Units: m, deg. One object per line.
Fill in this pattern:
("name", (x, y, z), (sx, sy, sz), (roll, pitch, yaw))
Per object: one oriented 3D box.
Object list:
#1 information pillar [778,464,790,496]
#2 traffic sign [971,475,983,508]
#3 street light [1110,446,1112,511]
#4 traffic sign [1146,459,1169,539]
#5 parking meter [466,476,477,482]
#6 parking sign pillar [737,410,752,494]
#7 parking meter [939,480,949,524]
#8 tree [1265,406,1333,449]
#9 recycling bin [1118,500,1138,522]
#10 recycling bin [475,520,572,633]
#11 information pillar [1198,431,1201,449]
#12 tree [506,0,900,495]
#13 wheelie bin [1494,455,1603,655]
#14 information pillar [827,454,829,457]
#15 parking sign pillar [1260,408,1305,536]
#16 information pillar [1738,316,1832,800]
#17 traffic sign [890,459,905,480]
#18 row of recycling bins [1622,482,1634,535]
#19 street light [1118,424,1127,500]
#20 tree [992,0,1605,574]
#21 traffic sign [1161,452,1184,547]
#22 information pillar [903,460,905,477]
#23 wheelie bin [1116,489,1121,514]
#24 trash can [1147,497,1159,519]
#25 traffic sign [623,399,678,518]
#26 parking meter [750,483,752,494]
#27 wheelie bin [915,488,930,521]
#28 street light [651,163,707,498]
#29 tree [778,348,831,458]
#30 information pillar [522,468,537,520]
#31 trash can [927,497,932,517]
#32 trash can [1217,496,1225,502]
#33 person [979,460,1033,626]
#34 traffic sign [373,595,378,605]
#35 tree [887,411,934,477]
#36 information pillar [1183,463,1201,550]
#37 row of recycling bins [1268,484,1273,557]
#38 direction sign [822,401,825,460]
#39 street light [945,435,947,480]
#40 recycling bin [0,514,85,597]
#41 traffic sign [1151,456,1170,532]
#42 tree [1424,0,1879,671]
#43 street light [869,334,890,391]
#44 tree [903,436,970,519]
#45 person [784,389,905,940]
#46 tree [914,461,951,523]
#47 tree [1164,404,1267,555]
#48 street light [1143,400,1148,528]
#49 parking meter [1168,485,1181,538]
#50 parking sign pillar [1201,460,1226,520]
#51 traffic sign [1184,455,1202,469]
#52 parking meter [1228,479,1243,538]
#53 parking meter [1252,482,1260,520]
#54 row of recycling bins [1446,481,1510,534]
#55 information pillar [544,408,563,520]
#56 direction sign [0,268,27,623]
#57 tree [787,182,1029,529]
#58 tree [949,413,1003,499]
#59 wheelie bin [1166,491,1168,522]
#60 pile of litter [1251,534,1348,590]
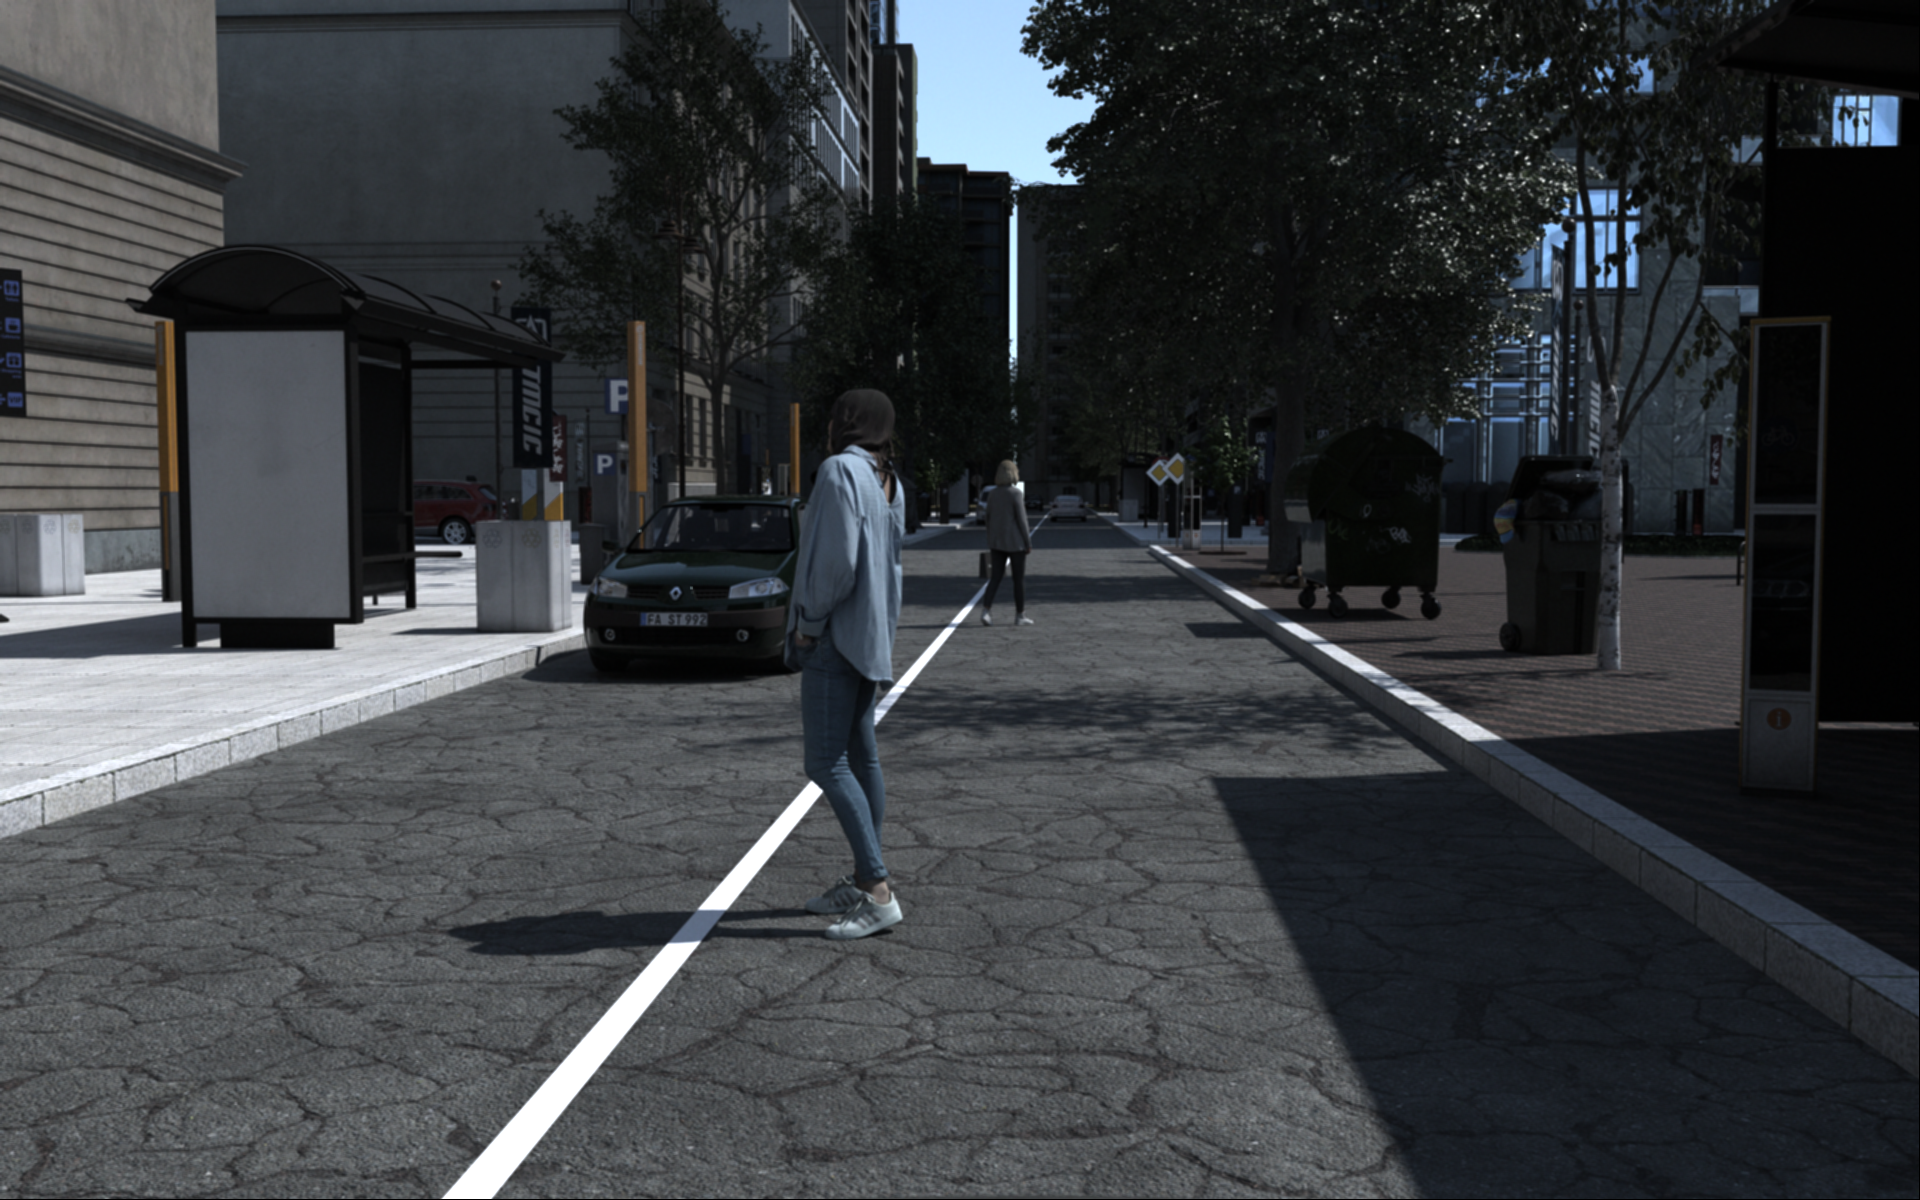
("information pillar", (-4.220, -2.312, 42.300), (0.304, 2.012, 0.304), (-3, 5, -43))
("traffic sign", (1.124, -6.983, 114.285), (0.768, 2.556, 0.104), (0, 4, 5))
("street light", (10.736, -9.215, 123.452), (0.468, 5.910, 1.993), (0, 4, 3))
("traffic sign", (5.698, -2.806, 49.522), (0.795, 2.450, 0.064), (0, 4, 3))
("parking meter", (-15.476, -3.009, 54.904), (0.255, 1.863, 0.399), (-2, 4, -28))
("parking sign pillar", (-7.035, -4.146, 56.266), (1.447, 3.967, 1.447), (0, 4, -8))
("parking meter", (-0.683, -4.129, 73.219), (0.399, 1.863, 0.255), (-1, 4, -21))
("tree", (12.394, -4.801, 62.212), (4.285, 4.588, 4.351), (0, 3, 0))
("recycling bin", (7.633, -4.041, 78.624), (0.722, 1.027, 0.722), (-1, 4, -14))
("recycling bin", (-4.106, -0.231, 16.334), (0.722, 1.027, 0.722), (0, 4, 3))
("information pillar", (8.860, -4.457, 64.222), (0.183, 3.616, 0.504), (1, 4, 9))
("tree", (-4.715, -5.964, 31.921), (7.601, 10.594, 8.767), (-2, 4, -26))
("wheelie bin", (4.837, -0.373, 13.999), (0.980, 1.594, 0.693), (-1, 4, -13))
("information pillar", (-6.466, -5.714, 84.773), (0.183, 3.616, 0.504), (0, 4, -5))
("parking sign pillar", (10.065, -3.991, 53.720), (1.447, 3.967, 1.447), (-2, 4, -35))
("information pillar", (3.507, -0.176, 7.376), (0.304, 2.012, 0.304), (2, 4, 25))
("traffic sign", (-1.981, -2.836, 50.007), (0.795, 2.450, 0.064), (0, 4, 3))
("row of recycling bins", (18.526, -2.657, 50.561), (3.534, 1.692, 1.069), (-3, 5, -42))
("street light", (8.841, -7.447, 94.548), (0.468, 5.910, 1.993), (0, 4, 3))
("tree", (5.419, -7.402, 27.674), (9.857, 13.997, 8.962), (0, 3, 0))
("traffic sign", (5.215, -2.319, 41.552), (0.795, 2.450, 0.064), (0, 4, 3))
("information pillar", (-3.066, -6.651, 100.095), (0.504, 3.616, 0.183), (0, 4, 8))
("wheelie bin", (10.685, -6.456, 113.463), (0.693, 1.594, 0.980), (3, 5, 40))
("trash can", (10.001, -4.791, 89.980), (0.748, 1.137, 0.748), (0, 3, 0))
("traffic sign", (-4.143, -1.411, 23.174), (0.768, 2.556, 0.104), (1, 4, 11))
("parking meter", (-8.951, -4.114, 72.977), (0.255, 1.863, 0.399), (2, 4, 25))
("wheelie bin", (-1.888, -4.528, 81.933), (0.980, 1.594, 0.693), (1, 4, 20))
("street light", (-3.966, -3.172, 24.643), (0.468, 5.910, 1.993), (0, 4, 3))
("tree", (-5.608, -7.640, 75.272), (4.360, 8.622, 3.978), (0, 3, 0))
("information pillar", (-14.370, -4.058, 57.700), (0.504, 3.616, 0.183), (-1, 4, -18))
("trash can", (-1.928, -5.259, 97.643), (0.748, 1.137, 0.748), (0, 3, 0))
("trash can", (17.489, -6.402, 116.328), (0.748, 1.137, 0.748), (0, 3, 0))
("person", (0.444, -0.625, 18.894), (0.709, 1.800, 0.728), (3, 5, 42))
("traffic sign", (-6.771, -1.093, 19.993), (0.606, 2.300, 0.079), (0, 4, 5))
("tree", (-3.381, -9.475, 105.282), (4.737, 8.622, 4.395), (0, 3, 0))
("information pillar", (5.317, -2.153, 39.693), (0.304, 2.012, 0.304), (-3, 4, -37))
("row of recycling bins", (6.737, -1.549, 32.447), (1.069, 1.692, 3.534), (-1, 4, -10))
("direction sign", (-3.371, -3.104, 42.744), (0.379, 3.537, 0.876), (0, 4, -8))
("street light", (-0.641, -6.493, 78.941), (0.468, 5.910, 1.993), (0, 4, 3))
("recycling bin", (-11.621, -0.572, 21.905), (0.722, 1.027, 0.722), (1, 4, 20))
("traffic sign", (6.791, -3.547, 58.096), (0.768, 2.556, 0.104), (0, 4, 4))
("tree", (4.830, -3.780, 12.172), (4.360, 8.622, 3.978), (0, 3, 0))
("street light", (-2.340, -4.735, 50.200), (0.468, 5.910, 1.993), (0, 4, 3))
("tree", (-1.192, -6.389, 88.171), (4.285, 4.588, 4.351), (0, 3, 0))
("person", (-0.354, 0.179, 5.837), (0.793, 1.790, 0.793), (-1, 4, -17))
("tree", (-1.444, -4.997, 76.306), (1.663, 3.219, 1.824), (0, 3, 0))
("tree", (5.493, -2.594, 37.020), (1.663, 3.219, 1.824), (0, 3, 0))
("street light", (7.092, -5.701, 65.997), (0.468, 5.910, 1.993), (0, 4, 3))
("parking meter", (6.271, -2.585, 50.674), (0.372, 1.533, 0.369), (0, 3, 0))
("parking sign pillar", (12.747, -6.057, 87.497), (1.447, 3.967, 1.447), (1, 4, 14))
("traffic sign", (7.336, -3.318, 54.351), (0.768, 2.556, 0.104), (1, 4, 10))
("parking meter", (8.026, -2.736, 50.450), (0.399, 1.863, 0.255), (-1, 4, -17))
("parking meter", (14.790, -4.945, 86.568), (0.255, 1.863, 0.399), (-1, 4, -20))
("row of recycling bins", (16.850, -2.920, 54.855), (1.069, 1.692, 3.534), (-2, 4, -33))
("information pillar", (-10.203, -3.181, 43.366), (0.504, 3.616, 0.183), (1, 4, 15))
("direction sign", (-9.737, -1.544, 17.240), (0.379, 3.537, 0.876), (3, 4, 36))
("tree", (-1.963, -8.994, 64.066), (9.611, 12.733, 9.660), (0, 3, 0))
("tree", (1.240, -10.443, 121.105), (4.360, 8.622, 3.978), (0, 3, 0))
("wheelie bin", (9.733, -4.371, 79.375), (0.980, 1.594, 0.693), (2, 4, 33))
("pile of litter", (4.682, -0.609, 23.922), (1.176, 0.858, 1.719), (0, 4, -8))
